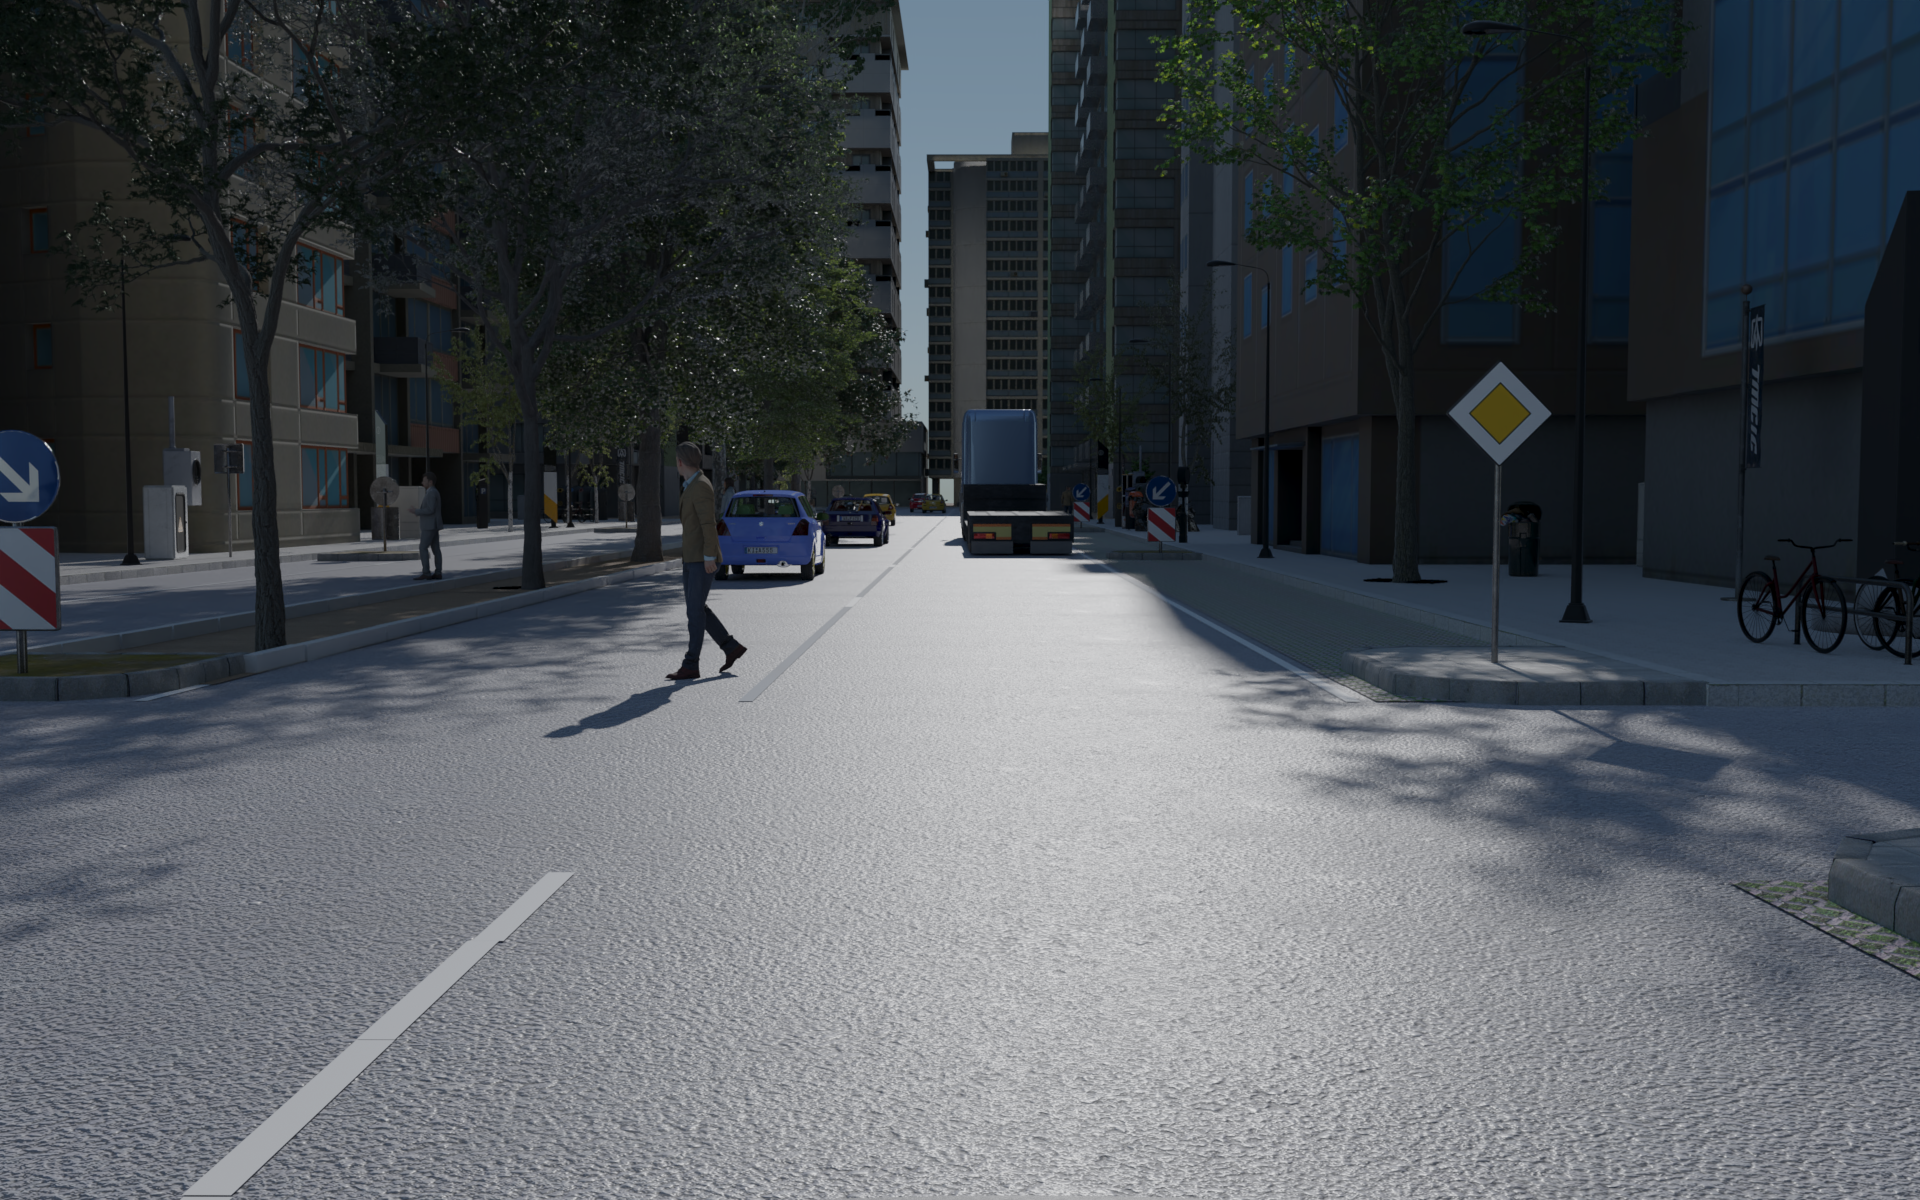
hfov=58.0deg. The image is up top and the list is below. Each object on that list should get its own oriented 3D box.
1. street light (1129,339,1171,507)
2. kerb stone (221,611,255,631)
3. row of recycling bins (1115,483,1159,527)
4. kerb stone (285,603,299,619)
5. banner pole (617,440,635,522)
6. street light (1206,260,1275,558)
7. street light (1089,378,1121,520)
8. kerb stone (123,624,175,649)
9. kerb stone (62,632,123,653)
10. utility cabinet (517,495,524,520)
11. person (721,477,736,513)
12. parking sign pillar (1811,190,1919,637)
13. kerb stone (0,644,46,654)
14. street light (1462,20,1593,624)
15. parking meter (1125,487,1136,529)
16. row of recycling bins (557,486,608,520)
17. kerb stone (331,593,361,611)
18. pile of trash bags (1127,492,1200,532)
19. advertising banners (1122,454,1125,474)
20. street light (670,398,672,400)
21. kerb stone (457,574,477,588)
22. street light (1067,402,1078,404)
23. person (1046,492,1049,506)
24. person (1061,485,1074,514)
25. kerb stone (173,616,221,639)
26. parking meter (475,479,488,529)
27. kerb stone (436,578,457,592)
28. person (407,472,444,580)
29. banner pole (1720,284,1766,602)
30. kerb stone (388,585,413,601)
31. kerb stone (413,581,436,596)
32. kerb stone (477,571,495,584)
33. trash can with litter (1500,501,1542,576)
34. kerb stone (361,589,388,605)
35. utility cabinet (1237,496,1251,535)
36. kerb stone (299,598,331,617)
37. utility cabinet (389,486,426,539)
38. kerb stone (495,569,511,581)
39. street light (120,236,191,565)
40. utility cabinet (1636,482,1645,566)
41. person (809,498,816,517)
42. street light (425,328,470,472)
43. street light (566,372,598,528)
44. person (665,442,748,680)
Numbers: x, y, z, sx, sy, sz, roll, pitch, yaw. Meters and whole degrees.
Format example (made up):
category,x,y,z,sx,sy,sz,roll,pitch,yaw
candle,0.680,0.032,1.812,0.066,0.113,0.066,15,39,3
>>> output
category,x,y,z,sx,sy,sz,roll,pitch,yaw
street light,5.749,-4.857,51.960,1.470,5.913,1.316,0,4,0
kerb stone,-7.722,0.230,18.441,0.120,0.150,1.000,0,4,0
row of recycling bins,6.798,-3.619,66.288,1.069,1.692,3.534,-1,4,-11
kerb stone,-7.716,0.169,19.466,0.120,0.150,1.000,0,4,0
banner pole,-15.500,-5.520,80.267,0.863,3.779,0.401,0,4,-3
street light,5.591,-3.794,34.566,1.470,5.913,1.316,0,4,0
street light,5.855,-5.921,69.355,1.470,5.913,1.316,0,4,0
kerb stone,-7.738,0.359,16.376,0.120,0.150,1.000,0,4,0
kerb stone,-7.751,0.419,15.350,0.120,0.150,1.000,0,4,0
utility cabinet,-21.507,-4.594,86.276,1.020,1.237,0.306,0,4,7
person,-4.935,-1.743,37.265,0.793,1.790,0.793,-3,5,-41
parking sign pillar,8.756,-1.688,16.068,1.447,3.967,1.447,1,4,14
kerb stone,-7.752,0.482,14.322,0.120,0.150,1.000,0,4,0
street light,5.625,-2.730,17.170,1.470,5.913,1.316,0,4,0
parking meter,6.231,-3.359,63.324,0.372,1.533,0.369,0,3,0
row of recycling bins,-18.820,-4.829,86.060,3.534,1.692,1.069,3,4,37
kerb stone,-7.709,0.042,21.512,0.120,0.150,1.000,0,4,0
pile of trash bags,6.777,-3.069,59.931,1.912,1.369,3.447,-2,4,-25
advertising banners,7.402,-4.935,76.876,0.090,3.025,2.074,1,4,18
street light,-14.159,-6.787,83.503,1.470,5.913,1.316,0,4,0
kerb stone,-7.672,-0.272,26.643,0.120,0.150,1.000,0,4,0
street light,6.032,-7.005,87.078,1.470,5.913,1.316,0,4,0
person,4.168,-4.709,85.333,0.795,1.843,0.661,3,4,36
person,5.107,-4.471,81.514,0.656,1.842,0.836,0,4,-3
kerb stone,-7.735,0.293,17.412,0.120,0.150,1.000,0,4,0
parking meter,-17.817,-3.596,64.512,0.399,1.863,0.255,-3,5,-40
kerb stone,-7.681,-0.209,25.610,0.120,0.150,1.000,0,4,0
person,-8.935,-1.239,28.961,0.583,1.804,0.606,-1,4,-12
banner pole,9.348,-1.865,20.516,0.401,3.779,0.863,0,4,6
kerb stone,-7.697,-0.083,23.559,0.120,0.150,1.000,0,4,0
kerb stone,-7.691,-0.146,24.581,0.120,0.150,1.000,0,4,0
kerb stone,-7.674,-0.331,27.671,0.120,0.150,1.000,0,4,0
trash can with litter,8.827,-0.968,27.221,0.624,1.170,1.055,1,4,21
kerb stone,-7.700,-0.019,22.534,0.120,0.150,1.000,0,4,0
utility cabinet,9.182,-2.621,54.015,1.020,1.237,0.306,0,4,-4
kerb stone,-7.717,0.104,20.490,0.120,0.150,1.000,0,4,0
utility cabinet,-15.747,-2.484,49.285,1.173,1.500,0.318,2,4,24
kerb stone,-7.670,-0.397,28.693,0.120,0.150,1.000,0,4,0
street light,-14.450,-3.584,31.133,1.470,5.913,1.316,0,4,0
utility cabinet,12.497,-1.337,30.541,1.173,1.500,0.318,-1,4,-22
person,-4.574,-2.422,52.372,0.425,1.301,0.394,-2,4,-33
street light,-14.383,-4.648,48.528,1.470,5.913,1.316,0,4,0
street light,-14.363,-5.723,66.109,1.470,5.913,1.316,0,4,0
person,-2.040,-0.320,13.640,0.656,1.842,0.836,3,5,43
